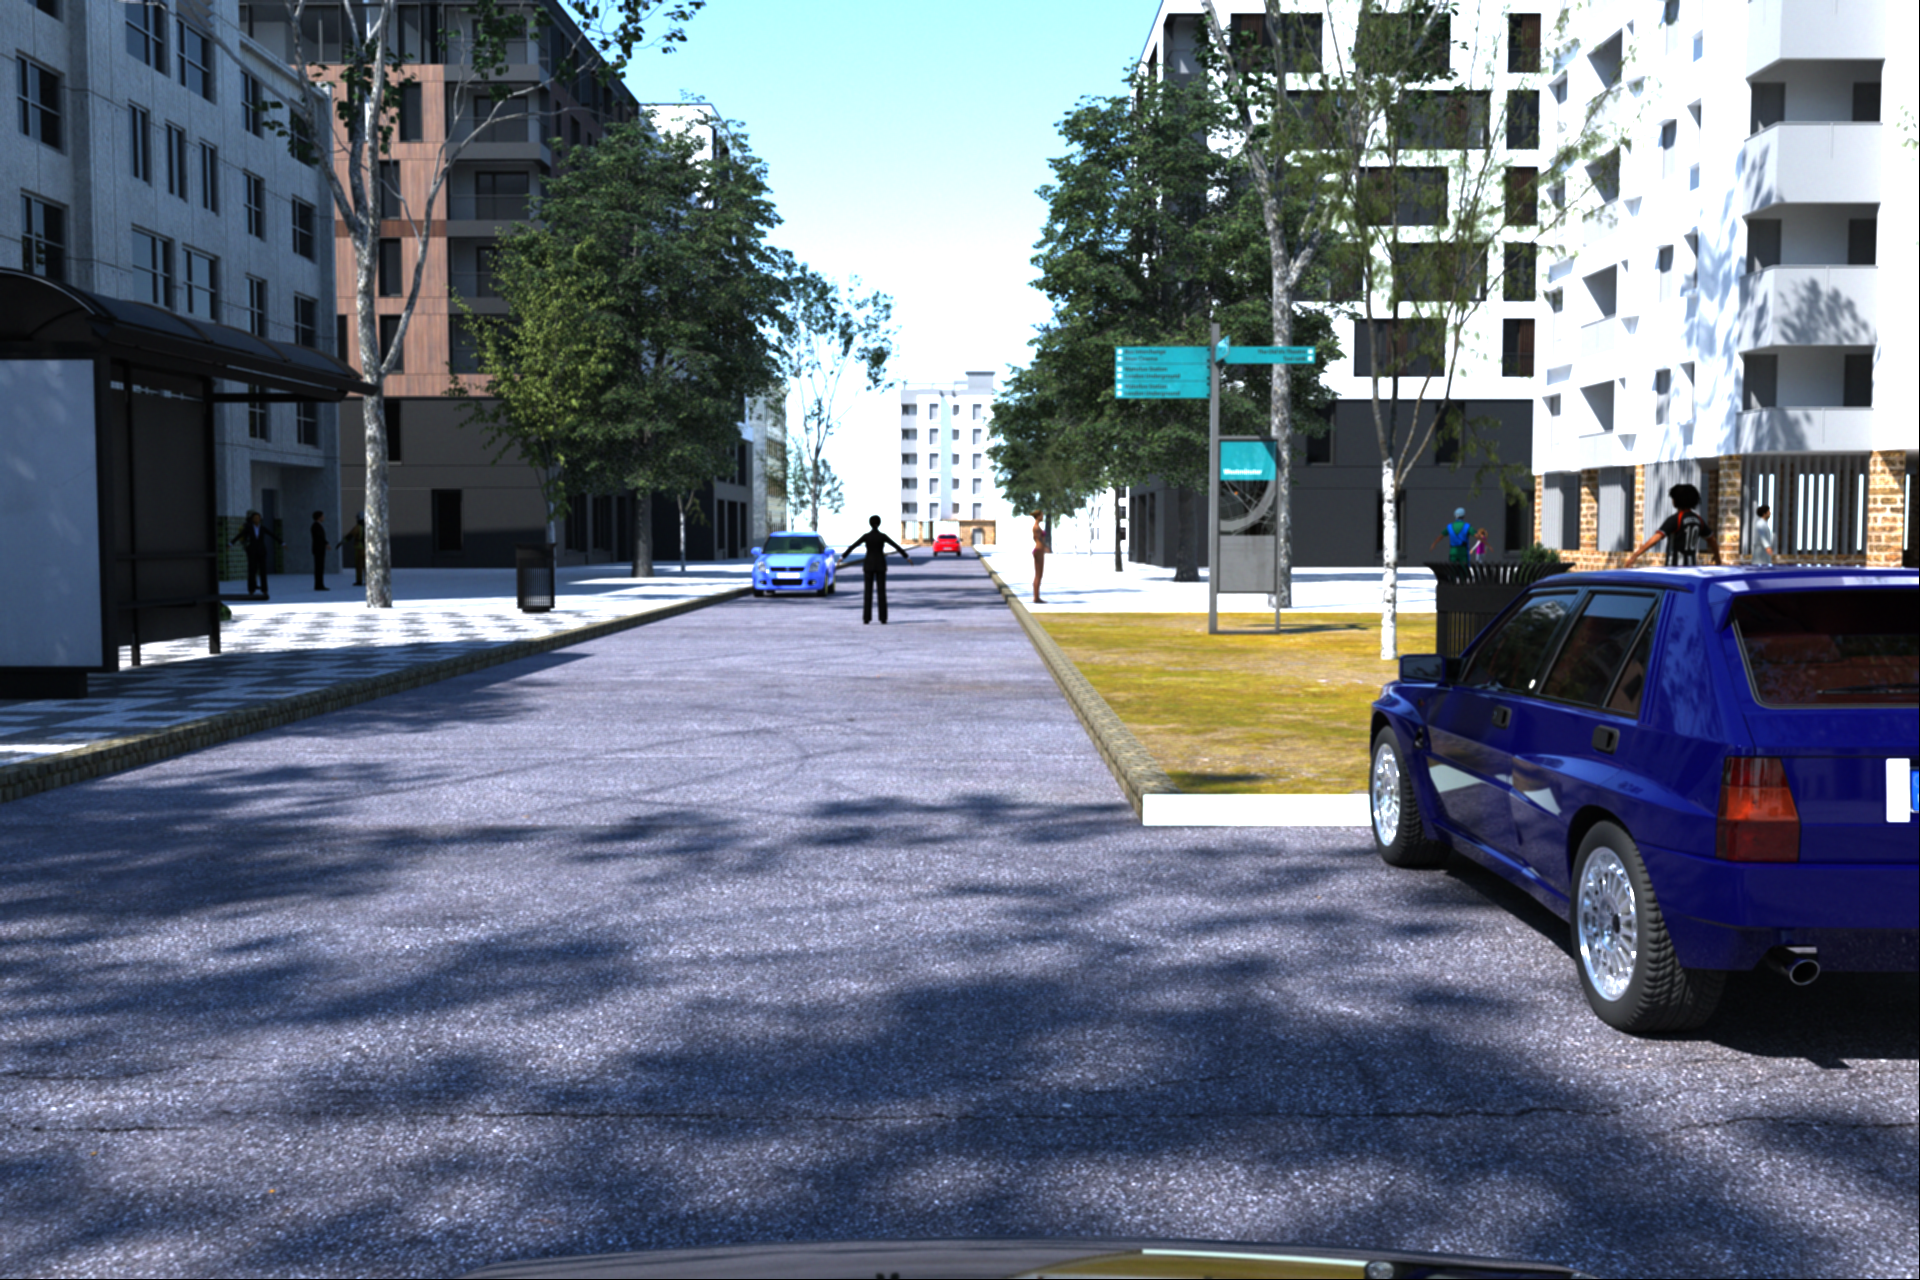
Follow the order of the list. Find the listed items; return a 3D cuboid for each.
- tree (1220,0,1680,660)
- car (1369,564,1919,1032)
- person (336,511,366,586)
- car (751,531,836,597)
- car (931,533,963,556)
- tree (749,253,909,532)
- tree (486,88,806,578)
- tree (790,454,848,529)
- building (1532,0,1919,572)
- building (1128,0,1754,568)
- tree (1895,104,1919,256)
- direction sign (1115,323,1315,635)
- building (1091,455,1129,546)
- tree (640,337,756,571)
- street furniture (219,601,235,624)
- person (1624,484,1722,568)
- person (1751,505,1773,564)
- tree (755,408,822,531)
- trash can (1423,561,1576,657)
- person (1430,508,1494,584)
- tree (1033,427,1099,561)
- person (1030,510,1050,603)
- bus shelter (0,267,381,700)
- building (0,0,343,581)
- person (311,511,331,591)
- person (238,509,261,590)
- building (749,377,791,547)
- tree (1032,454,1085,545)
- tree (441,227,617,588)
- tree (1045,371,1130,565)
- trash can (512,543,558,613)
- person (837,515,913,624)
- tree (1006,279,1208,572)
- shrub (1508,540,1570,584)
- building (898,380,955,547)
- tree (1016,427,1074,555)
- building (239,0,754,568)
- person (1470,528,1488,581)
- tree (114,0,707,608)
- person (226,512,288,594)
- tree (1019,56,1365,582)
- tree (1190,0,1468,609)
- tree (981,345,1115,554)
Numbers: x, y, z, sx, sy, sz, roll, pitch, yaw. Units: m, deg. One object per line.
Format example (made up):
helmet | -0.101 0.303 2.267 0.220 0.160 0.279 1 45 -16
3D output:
tree | 4.301 -4.119 17.713 4.360 8.622 3.978 0 3 0
car | 2.707 0.382 6.334 1.945 1.354 3.894 0 4 -1
person | -14.883 -2.283 43.089 0.705 1.858 1.354 3 4 36
car | -3.856 -1.890 40.491 1.945 1.707 3.694 0 3 0
car | -0.854 -6.397 113.623 2.155 1.783 4.494 0 4 -1
tree | -9.524 -15.836 114.804 12.611 20.169 13.585 0 3 0
tree | -9.425 -8.807 50.651 9.857 13.997 8.962 0 3 0
tree | -16.365 -16.265 200.340 7.601 10.594 8.767 0 4 5
building | 21.075 -11.606 46.172 16.016 20.090 11.380 0 4 0
building | 21.676 -14.536 81.644 27.936 21.610 32.646 0 3 0
tree | 12.661 -4.230 19.519 4.360 8.622 3.978 0 3 0
direction sign | 3.223 -2.001 21.486 2.525 3.948 1.411 0 4 1
building | 19.359 -14.724 182.881 9.099 9.664 28.070 0 4 0
tree | -9.865 -6.708 60.033 4.360 8.622 3.978 0 3 0
street furniture | -13.900 -0.460 23.145 5.734 0.657 10.072 1 4 18
person | 7.820 -0.777 18.840 1.345 1.843 0.704 -2 4 -23
person | 14.739 -1.563 31.734 0.705 1.806 1.347 2 4 23
tree | -9.678 -9.205 100.868 4.360 8.622 3.978 0 3 0
trash can | 2.749 0.170 8.875 0.748 1.137 0.748 0 3 0
person | 10.332 -1.814 35.781 1.347 1.817 0.704 3 4 37
tree | 5.436 -8.001 81.175 4.360 8.622 3.978 0 3 0
person | 1.541 -1.559 32.286 0.721 1.733 1.217 0 4 -5
bus shelter | -7.290 -1.344 15.901 2.014 3.302 5.546 0 4 1
building | -28.090 -10.582 39.467 16.747 18.905 31.486 0 4 -1
person | -14.564 -2.034 39.441 0.705 1.806 1.347 -2 4 -31
person | -16.373 -2.102 40.152 0.705 1.856 1.354 -2 4 -30
building | -27.662 -20.987 174.067 19.493 23.208 18.063 0 4 0
tree | 11.278 -17.107 205.454 9.928 11.665 9.643 0 3 0
tree | -9.907 -5.542 40.978 4.737 8.622 4.395 0 3 0
tree | 5.371 -7.377 70.983 4.360 8.622 3.978 0 3 0
trash can | -6.967 -1.026 28.433 0.748 1.137 0.748 0 3 0
person | -1.356 -1.130 27.646 1.216 1.740 0.721 0 4 -3
tree | 5.038 -7.559 57.998 7.601 10.594 8.767 -1 4 -22
shrub | 7.965 -0.778 23.842 1.383 1.207 1.383 0 3 0
building | -6.886 -21.121 204.199 11.380 20.090 16.016 0 4 -3
tree | 5.989 -9.372 103.592 4.360 8.622 3.978 0 3 0
building | -25.736 -14.469 80.541 27.936 21.610 32.646 0 4 1
person | 13.301 -2.150 44.426 0.599 1.433 0.991 3 4 39
tree | -10.260 -10.527 28.013 12.611 20.169 13.585 0 3 0
person | -14.764 -1.815 36.393 1.216 1.740 0.721 -2 4 -25
tree | 6.017 -8.518 45.930 9.857 13.997 8.962 0 3 0
tree | 6.686 -10.550 28.386 12.611 20.169 13.585 0 3 0
tree | 5.677 -12.593 112.557 9.857 13.997 8.962 0 3 0
